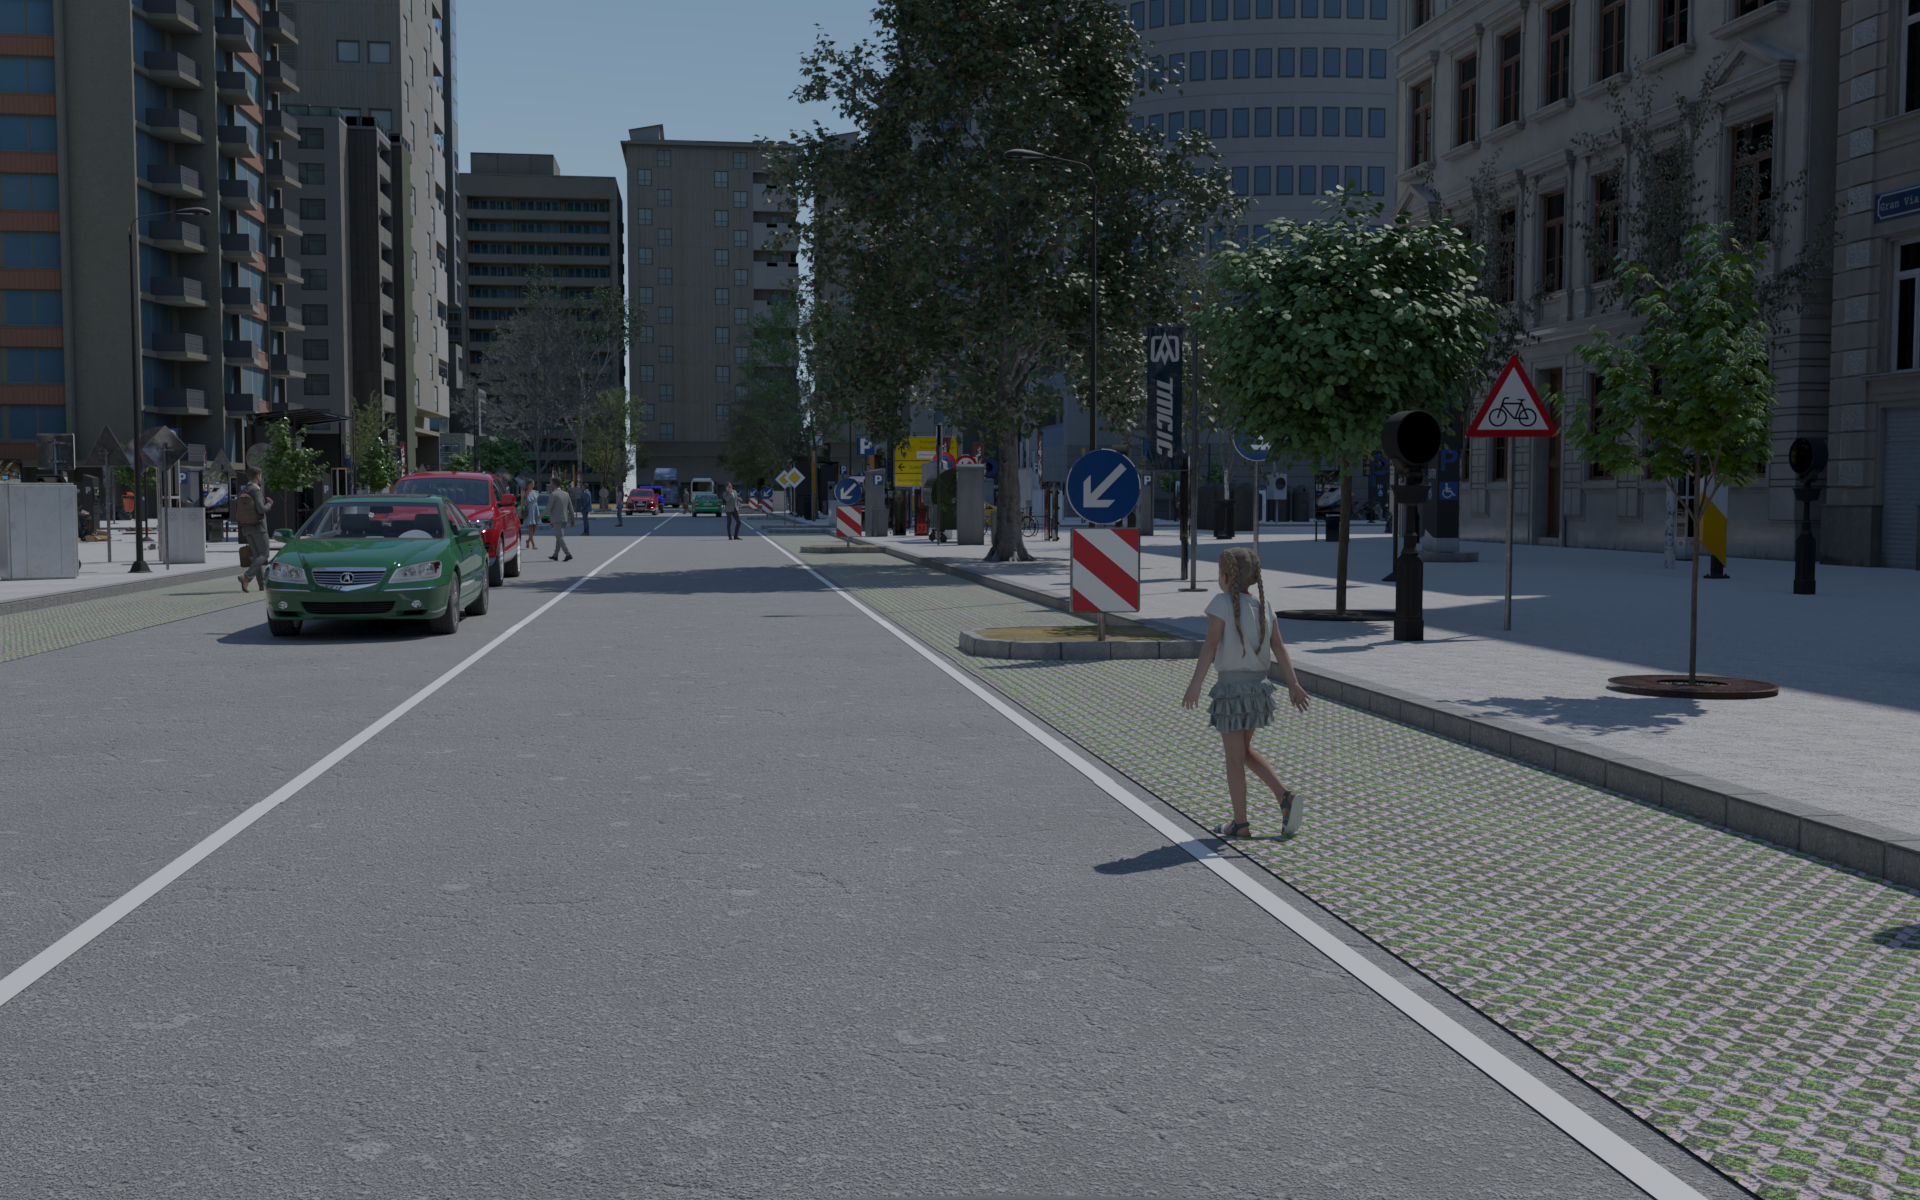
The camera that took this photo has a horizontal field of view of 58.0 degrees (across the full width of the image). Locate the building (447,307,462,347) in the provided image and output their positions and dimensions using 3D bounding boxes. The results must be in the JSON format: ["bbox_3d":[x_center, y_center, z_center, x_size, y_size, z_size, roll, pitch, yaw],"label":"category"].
[{"bbox_3d":[-82.867,-34.252,251.895,23.993,40.220,32.217,-1,4,-8],"label":"building"}]

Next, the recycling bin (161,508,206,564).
[{"bbox_3d":[-14.394,-1.197,32.133,0.722,1.027,0.722,-1,4,-23],"label":"recycling bin"}]

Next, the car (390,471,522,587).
[{"bbox_3d":[-8.370,-1.202,28.325,2.281,1.827,5.304,-1,4,-9],"label":"car"}]

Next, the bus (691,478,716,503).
[{"bbox_3d":[-30.913,-13.057,208.336,2.948,3.499,13.247,0,4,-8],"label":"bus"}]

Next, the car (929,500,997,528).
[{"bbox_3d":[0.366,-3.613,69.289,3.980,1.641,2.015,0,4,-7],"label":"car"}]

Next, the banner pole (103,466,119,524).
[{"bbox_3d":[-36.374,-5.140,74.052,0.863,3.779,0.401,2,4,26],"label":"banner pole"}]

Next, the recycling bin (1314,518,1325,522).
[{"bbox_3d":[16.593,-4.053,78.814,0.722,1.027,0.722,-2,4,-23],"label":"recycling bin"}]

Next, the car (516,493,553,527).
[{"bbox_3d":[-18.332,-4.064,75.247,1.959,1.807,4.718,-1,4,-9],"label":"car"}]

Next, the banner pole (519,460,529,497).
[{"bbox_3d":[-32.544,-8.498,128.953,0.863,3.779,0.401,-3,5,-43],"label":"banner pole"}]

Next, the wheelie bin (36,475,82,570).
[{"bbox_3d":[-14.904,-1.255,28.435,0.980,1.594,0.693,2,4,25],"label":"wheelie bin"}]

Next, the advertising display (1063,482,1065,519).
[{"bbox_3d":[5.426,-5.223,90.602,0.123,1.923,0.974,0,4,5],"label":"advertising display"}]

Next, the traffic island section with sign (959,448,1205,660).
[{"bbox_3d":[1.034,-0.439,15.803,1.989,1.847,2.006,-1,4,-8],"label":"traffic island section with sign"}]

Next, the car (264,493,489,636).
[{"bbox_3d":[-6.304,-0.446,19.084,2.131,1.459,4.920,-1,4,-9],"label":"car"}]

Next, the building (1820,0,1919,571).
[{"bbox_3d":[23.017,-13.598,19.597,12.463,27.353,25.104,-1,4,-8],"label":"building"}]

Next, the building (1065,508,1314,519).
[{"bbox_3d":[19.041,-34.091,99.390,28.212,58.520,21.231,-1,4,-8],"label":"building"}]

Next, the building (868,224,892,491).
[{"bbox_3d":[1.014,-35.266,200.296,21.300,48.544,21.600,-1,4,-8],"label":"building"}]

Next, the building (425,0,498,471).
[{"bbox_3d":[-67.574,-53.585,188.780,31.000,86.520,22.319,-1,4,-8],"label":"building"}]

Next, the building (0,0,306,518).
[{"bbox_3d":[-51.836,-27.327,101.414,22.147,44.769,28.867,-1,4,-8],"label":"building"}]

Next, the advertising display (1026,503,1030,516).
[{"bbox_3d":[3.487,-5.070,88.108,0.974,1.923,0.123,2,4,31],"label":"advertising display"}]

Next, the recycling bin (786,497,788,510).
[{"bbox_3d":[-14.588,-7.922,142.080,0.722,1.027,0.722,-2,4,-34],"label":"recycling bin"}]

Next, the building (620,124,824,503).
[{"bbox_3d":[-35.258,-40.775,255.916,27.495,52.752,28.713,-1,4,-8],"label":"building"}]

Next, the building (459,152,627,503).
[{"bbox_3d":[-59.458,-38.262,249.280,21.600,48.544,21.300,-1,4,-8],"label":"building"}]

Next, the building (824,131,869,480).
[{"bbox_3d":[-8.133,-41.052,260.433,27.495,52.752,28.713,-1,4,-8],"label":"building"}]

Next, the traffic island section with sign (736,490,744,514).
[{"bbox_3d":[-14.906,-7.041,123.756,1.989,1.847,2.006,-1,4,-8],"label":"traffic island section with sign"}]

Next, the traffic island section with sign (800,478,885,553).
[{"bbox_3d":[-2.904,-2.070,42.470,1.989,1.847,2.006,-1,4,-8],"label":"traffic island section with sign"}]

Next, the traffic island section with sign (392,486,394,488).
[{"bbox_3d":[-12.923,-1.942,40.380,1.989,1.847,2.006,-1,4,-8],"label":"traffic island section with sign"}]

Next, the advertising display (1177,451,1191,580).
[{"bbox_3d":[3.400,-1.279,26.133,0.123,1.923,0.974,1,4,10],"label":"advertising display"}]

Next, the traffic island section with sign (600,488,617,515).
[{"bbox_3d":[-24.899,-6.901,121.451,1.989,1.847,2.006,-1,4,-8],"label":"traffic island section with sign"}]

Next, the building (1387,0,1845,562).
[{"bbox_3d":[19.341,-12.625,42.583,11.583,22.565,21.152,-1,4,-8],"label":"building"}]

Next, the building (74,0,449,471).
[{"bbox_3d":[-60.809,-34.480,152.983,28.713,52.752,27.495,-1,4,-8],"label":"building"}]

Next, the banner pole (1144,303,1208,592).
[{"bbox_3d":[2.849,-2.004,22.779,0.863,3.779,0.401,0,4,5],"label":"banner pole"}]

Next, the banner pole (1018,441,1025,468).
[{"bbox_3d":[3.014,-5.639,82.218,0.401,3.779,0.863,0,4,3],"label":"banner pole"}]

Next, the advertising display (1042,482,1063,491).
[{"bbox_3d":[4.701,-5.149,89.394,0.974,1.923,0.123,1,4,16],"label":"advertising display"}]

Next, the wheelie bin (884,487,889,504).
[{"bbox_3d":[-3.329,-4.221,76.914,0.693,1.594,0.980,-1,4,-15],"label":"wheelie bin"}]

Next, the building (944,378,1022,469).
[{"bbox_3d":[11.975,-49.683,124.991,22.319,86.520,31.000,-1,4,-8],"label":"building"}]

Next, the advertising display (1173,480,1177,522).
[{"bbox_3d":[10.059,-4.601,80.443,0.123,1.923,0.974,1,4,20],"label":"advertising display"}]

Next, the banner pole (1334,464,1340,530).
[{"bbox_3d":[13.663,-4.426,62.375,0.401,3.779,0.863,-2,4,-28],"label":"banner pole"}]

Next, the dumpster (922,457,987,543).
[{"bbox_3d":[-0.145,-2.680,46.306,1.502,2.255,1.985,-1,4,-8],"label":"dumpster"}]

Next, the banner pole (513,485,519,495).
[{"bbox_3d":[-32.813,-8.378,126.995,0.401,3.779,0.863,-1,4,-21],"label":"banner pole"}]

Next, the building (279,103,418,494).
[{"bbox_3d":[-49.898,-22.030,131.886,14.160,30.474,14.107,-1,4,-8],"label":"building"}]

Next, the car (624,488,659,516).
[{"bbox_3d":[-21.485,-6.628,117.042,2.281,1.827,5.304,0,4,-8],"label":"car"}]

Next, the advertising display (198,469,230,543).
[{"bbox_3d":[-19.702,-2.481,45.780,0.123,1.923,0.974,1,4,19],"label":"advertising display"}]

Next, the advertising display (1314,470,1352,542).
[{"bbox_3d":[10.008,-2.525,46.503,0.974,1.923,0.123,1,4,8],"label":"advertising display"}]

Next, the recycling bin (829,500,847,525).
[{"bbox_3d":[-5.021,-3.615,71.666,0.722,1.027,0.722,-1,4,-15],"label":"recycling bin"}]

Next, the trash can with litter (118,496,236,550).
[{"bbox_3d":[-18.482,-1.801,40.508,1.678,1.210,2.233,1,4,16],"label":"trash can with litter"}]

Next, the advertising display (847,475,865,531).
[{"bbox_3d":[-3.400,-3.322,59.522,0.974,1.923,0.123,-1,4,-22],"label":"advertising display"}]

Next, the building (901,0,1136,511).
[{"bbox_3d":[4.190,-38.693,174.629,21.231,58.520,28.212,-1,4,-8],"label":"building"}]

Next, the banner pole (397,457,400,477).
[{"bbox_3d":[-37.572,-7.703,115.964,0.401,3.779,0.863,-2,4,-28],"label":"banner pole"}]

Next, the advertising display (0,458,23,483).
[{"bbox_3d":[-17.191,-1.579,31.038,0.123,1.923,0.974,1,4,14],"label":"advertising display"}]

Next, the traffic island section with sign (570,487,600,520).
[{"bbox_3d":[-20.954,-5.270,94.785,1.989,1.847,2.006,-1,4,-8],"label":"traffic island section with sign"}]

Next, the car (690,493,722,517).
[{"bbox_3d":[-15.858,-6.088,108.327,1.959,1.807,4.718,-1,4,-10],"label":"car"}]

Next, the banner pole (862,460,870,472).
[{"bbox_3d":[-6.833,-8.285,125.484,0.863,3.779,0.401,0,4,6],"label":"banner pole"}]

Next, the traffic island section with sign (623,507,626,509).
[{"bbox_3d":[-32.237,-9.938,171.114,1.989,1.847,2.006,-1,4,-8],"label":"traffic island section with sign"}]

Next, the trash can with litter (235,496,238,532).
[{"bbox_3d":[-24.092,-2.883,58.190,2.233,1.210,1.678,1,4,11],"label":"trash can with litter"}]

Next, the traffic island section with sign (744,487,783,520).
[{"bbox_3d":[-10.867,-5.371,96.439,1.989,1.847,2.006,-1,4,-8],"label":"traffic island section with sign"}]
